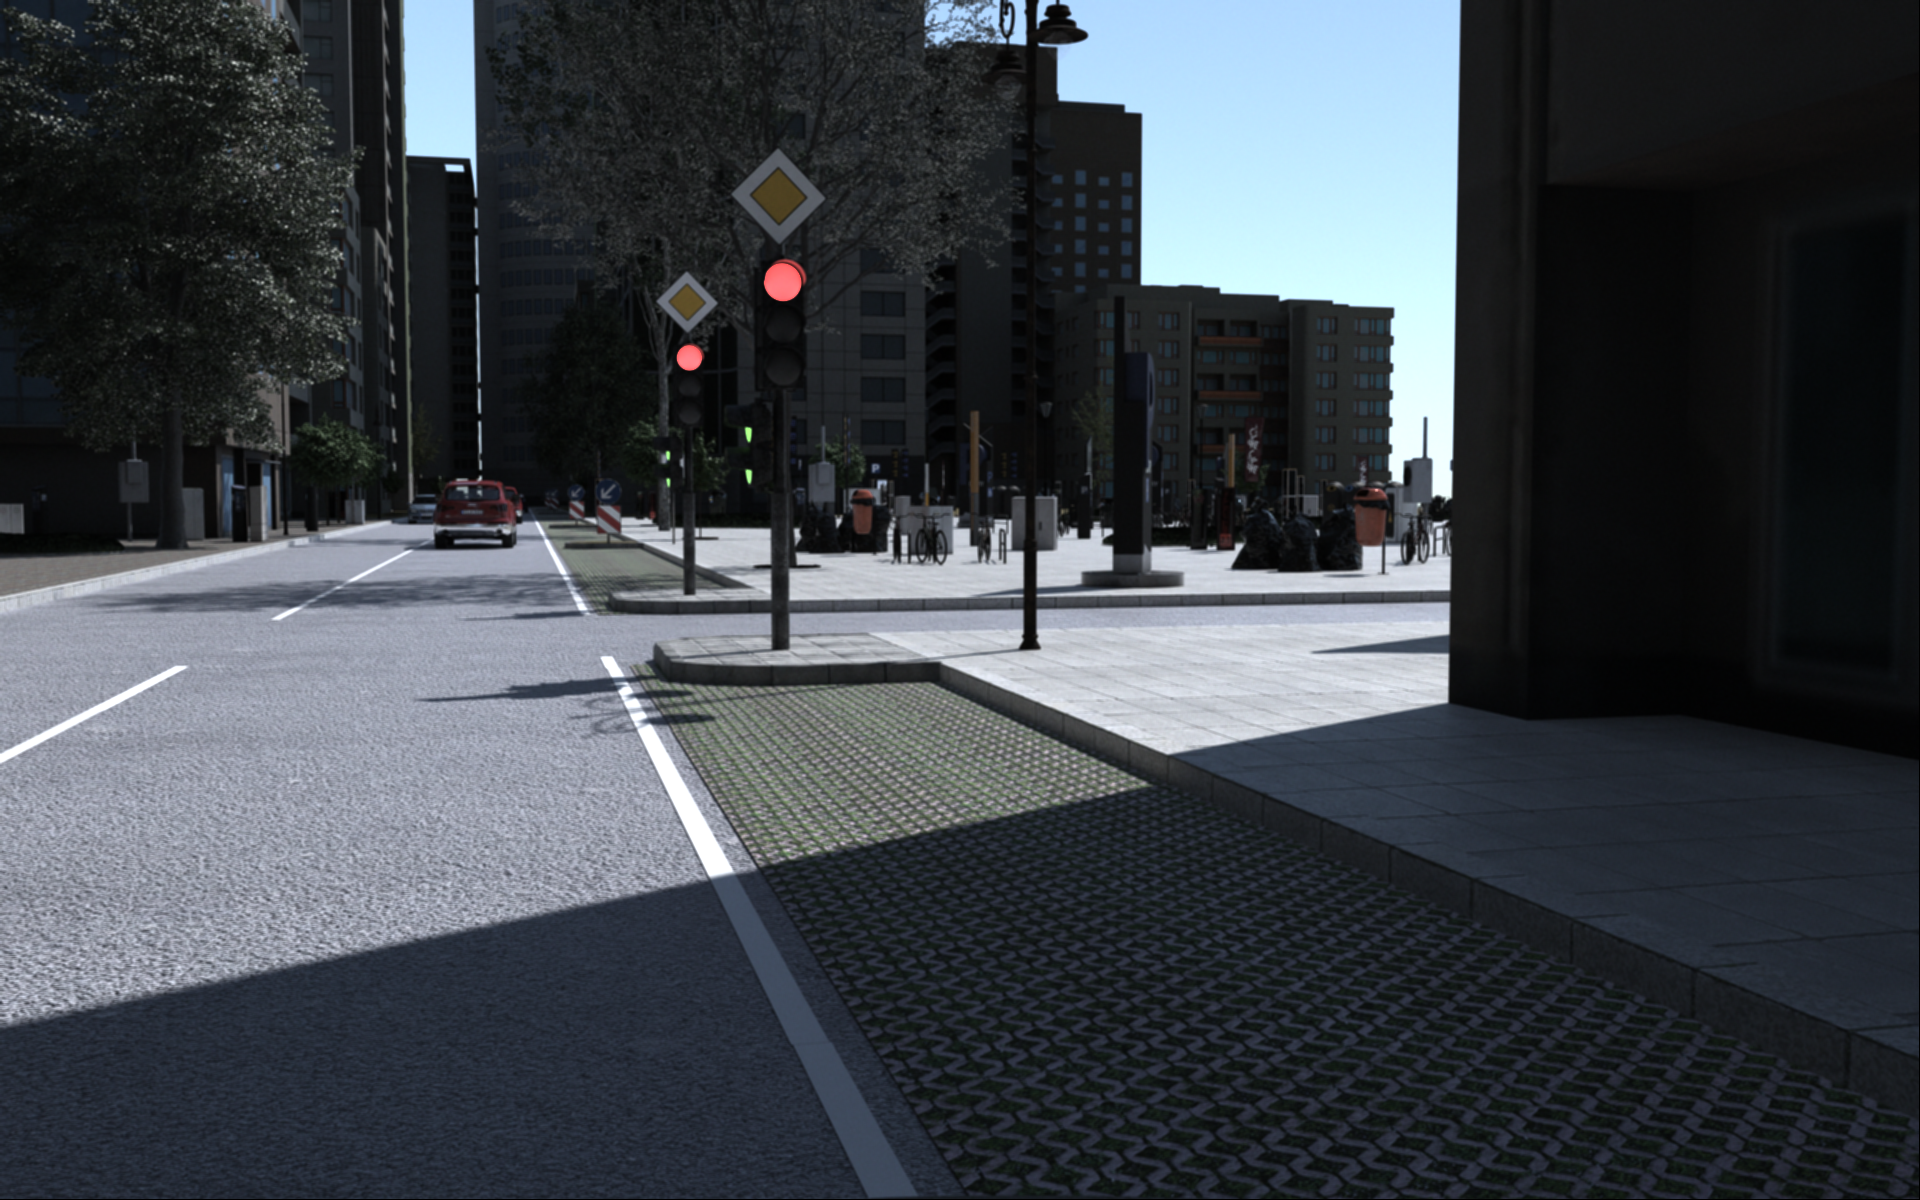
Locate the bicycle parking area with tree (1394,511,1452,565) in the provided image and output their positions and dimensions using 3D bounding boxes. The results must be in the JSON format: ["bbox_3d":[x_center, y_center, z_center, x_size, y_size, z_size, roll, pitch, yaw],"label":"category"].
[{"bbox_3d":[12.577,-2.815,33.032,8.231,4.147,9.016,2,4,35],"label":"bicycle parking area with tree"}]

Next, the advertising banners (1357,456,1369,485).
[{"bbox_3d":[19.252,-5.094,79.473,2.074,3.025,0.090,0,4,1],"label":"advertising banners"}]

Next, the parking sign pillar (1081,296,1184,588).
[{"bbox_3d":[2.430,-2.190,24.278,1.447,3.967,1.447,1,4,12],"label":"parking sign pillar"}]

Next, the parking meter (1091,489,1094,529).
[{"bbox_3d":[4.684,-3.352,63.212,0.372,1.533,0.369,0,3,0],"label":"parking meter"}]

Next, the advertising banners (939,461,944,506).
[{"bbox_3d":[-0.928,-5.707,89.505,0.090,3.025,2.074,0,4,5],"label":"advertising banners"}]

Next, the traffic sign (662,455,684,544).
[{"bbox_3d":[-7.326,-2.577,44.261,0.606,2.300,0.079,-1,4,-8],"label":"traffic sign"}]

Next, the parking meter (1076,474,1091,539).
[{"bbox_3d":[3.544,-2.692,49.729,0.399,1.863,0.255,0,4,-2],"label":"parking meter"}]

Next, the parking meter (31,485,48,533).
[{"bbox_3d":[-25.084,-2.374,47.222,0.372,1.533,0.369,0,3,0],"label":"parking meter"}]

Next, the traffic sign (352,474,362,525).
[{"bbox_3d":[-25.444,-4.434,72.605,0.768,2.556,0.104,-1,4,-9],"label":"traffic sign"}]

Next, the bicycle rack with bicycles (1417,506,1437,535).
[{"bbox_3d":[13.830,-2.506,54.359,2.852,0.926,2.925,3,4,37],"label":"bicycle rack with bicycles"}]

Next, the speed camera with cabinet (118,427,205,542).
[{"bbox_3d":[-21.811,-3.239,47.287,2.038,3.252,0.660,-2,4,-32],"label":"speed camera with cabinet"}]

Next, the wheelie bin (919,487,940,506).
[{"bbox_3d":[-1.459,-4.505,81.559,0.980,1.594,0.693,-1,4,-20],"label":"wheelie bin"}]

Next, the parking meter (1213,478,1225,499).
[{"bbox_3d":[9.433,-3.500,62.935,0.255,1.863,0.399,-1,4,-16],"label":"parking meter"}]

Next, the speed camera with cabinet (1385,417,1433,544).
[{"bbox_3d":[11.647,-3.099,45.005,0.660,3.252,2.038,0,4,-5],"label":"speed camera with cabinet"}]

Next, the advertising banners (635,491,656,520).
[{"bbox_3d":[-15.620,-5.596,87.684,0.090,3.025,2.074,3,5,42],"label":"advertising banners"}]

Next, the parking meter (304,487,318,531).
[{"bbox_3d":[-24.523,-3.479,65.287,0.372,1.533,0.369,0,3,0],"label":"parking meter"}]

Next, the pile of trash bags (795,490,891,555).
[{"bbox_3d":[-2.430,-1.713,37.752,1.912,1.369,3.447,-1,4,-17],"label":"pile of trash bags"}]

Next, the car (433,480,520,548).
[{"bbox_3d":[-13.202,-2.363,47.312,2.281,1.827,5.304,-1,4,-13],"label":"car"}]

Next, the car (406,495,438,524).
[{"bbox_3d":[-25.791,-4.406,84.037,2.014,1.417,4.499,-1,4,-15],"label":"car"}]

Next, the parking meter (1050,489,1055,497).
[{"bbox_3d":[4.804,-4.944,89.241,0.372,1.533,0.369,0,3,0],"label":"parking meter"}]

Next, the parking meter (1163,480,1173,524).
[{"bbox_3d":[8.784,-4.124,73.131,0.399,1.863,0.255,2,4,32],"label":"parking meter"}]

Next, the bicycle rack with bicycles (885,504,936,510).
[{"bbox_3d":[-2.012,-3.000,62.431,2.852,0.926,2.925,1,4,17],"label":"bicycle rack with bicycles"}]

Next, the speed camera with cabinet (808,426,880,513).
[{"bbox_3d":[-3.385,-3.451,50.764,2.038,3.252,0.660,-1,4,-18],"label":"speed camera with cabinet"}]

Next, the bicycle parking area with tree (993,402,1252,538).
[{"bbox_3d":[5.199,-4.138,54.665,8.231,4.147,9.016,0,4,0],"label":"bicycle parking area with tree"}]

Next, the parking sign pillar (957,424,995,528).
[{"bbox_3d":[0.657,-4.918,68.884,1.447,3.967,1.447,-2,4,-28],"label":"parking sign pillar"}]

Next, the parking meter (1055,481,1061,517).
[{"bbox_3d":[4.400,-4.408,77.777,0.255,1.863,0.399,1,4,10],"label":"parking meter"}]

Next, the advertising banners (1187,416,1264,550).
[{"bbox_3d":[6.056,-2.651,39.533,2.074,3.025,0.090,3,5,43],"label":"advertising banners"}]

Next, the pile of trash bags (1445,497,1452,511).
[{"bbox_3d":[25.375,-5.149,93.936,3.447,1.369,1.912,3,4,36],"label":"pile of trash bags"}]

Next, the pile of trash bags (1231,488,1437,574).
[{"bbox_3d":[6.049,-1.174,28.952,1.912,1.369,3.447,-1,4,-22],"label":"pile of trash bags"}]

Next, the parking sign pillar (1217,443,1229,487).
[{"bbox_3d":[13.714,-6.236,90.437,1.447,3.967,1.447,1,4,17],"label":"parking sign pillar"}]

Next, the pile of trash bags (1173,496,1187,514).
[{"bbox_3d":[12.948,-5.466,99.113,1.912,1.369,3.447,2,4,24],"label":"pile of trash bags"}]

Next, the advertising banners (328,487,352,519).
[{"bbox_3d":[-32.096,-5.734,89.933,2.074,3.025,0.090,2,4,27],"label":"advertising banners"}]

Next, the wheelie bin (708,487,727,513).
[{"bbox_3d":[-11.398,-4.509,81.623,0.693,1.594,0.980,2,4,25],"label":"wheelie bin"}]

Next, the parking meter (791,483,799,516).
[{"bbox_3d":[-8.457,-5.080,88.775,0.399,1.863,0.255,0,4,6],"label":"parking meter"}]

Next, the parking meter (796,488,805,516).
[{"bbox_3d":[-6.424,-3.759,69.876,0.372,1.533,0.369,0,3,0],"label":"parking meter"}]

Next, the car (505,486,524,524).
[{"bbox_3d":[-22.533,-4.659,84.852,2.281,1.827,5.304,-1,4,-16],"label":"car"}]

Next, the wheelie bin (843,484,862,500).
[{"bbox_3d":[-3.404,-3.002,56.993,0.693,1.594,0.980,-2,4,-35],"label":"wheelie bin"}]

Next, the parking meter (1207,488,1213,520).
[{"bbox_3d":[13.739,-5.353,95.934,0.372,1.533,0.369,0,3,0],"label":"parking meter"}]

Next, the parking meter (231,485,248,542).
[{"bbox_3d":[-19.272,-2.319,46.321,0.372,1.533,0.369,0,3,0],"label":"parking meter"}]

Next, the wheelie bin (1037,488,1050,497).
[{"bbox_3d":[4.446,-5.068,90.769,0.693,1.594,0.980,3,4,39],"label":"wheelie bin"}]

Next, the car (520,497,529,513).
[{"bbox_3d":[-34.202,-7.400,133.563,1.945,1.354,3.894,-1,4,-14],"label":"car"}]
